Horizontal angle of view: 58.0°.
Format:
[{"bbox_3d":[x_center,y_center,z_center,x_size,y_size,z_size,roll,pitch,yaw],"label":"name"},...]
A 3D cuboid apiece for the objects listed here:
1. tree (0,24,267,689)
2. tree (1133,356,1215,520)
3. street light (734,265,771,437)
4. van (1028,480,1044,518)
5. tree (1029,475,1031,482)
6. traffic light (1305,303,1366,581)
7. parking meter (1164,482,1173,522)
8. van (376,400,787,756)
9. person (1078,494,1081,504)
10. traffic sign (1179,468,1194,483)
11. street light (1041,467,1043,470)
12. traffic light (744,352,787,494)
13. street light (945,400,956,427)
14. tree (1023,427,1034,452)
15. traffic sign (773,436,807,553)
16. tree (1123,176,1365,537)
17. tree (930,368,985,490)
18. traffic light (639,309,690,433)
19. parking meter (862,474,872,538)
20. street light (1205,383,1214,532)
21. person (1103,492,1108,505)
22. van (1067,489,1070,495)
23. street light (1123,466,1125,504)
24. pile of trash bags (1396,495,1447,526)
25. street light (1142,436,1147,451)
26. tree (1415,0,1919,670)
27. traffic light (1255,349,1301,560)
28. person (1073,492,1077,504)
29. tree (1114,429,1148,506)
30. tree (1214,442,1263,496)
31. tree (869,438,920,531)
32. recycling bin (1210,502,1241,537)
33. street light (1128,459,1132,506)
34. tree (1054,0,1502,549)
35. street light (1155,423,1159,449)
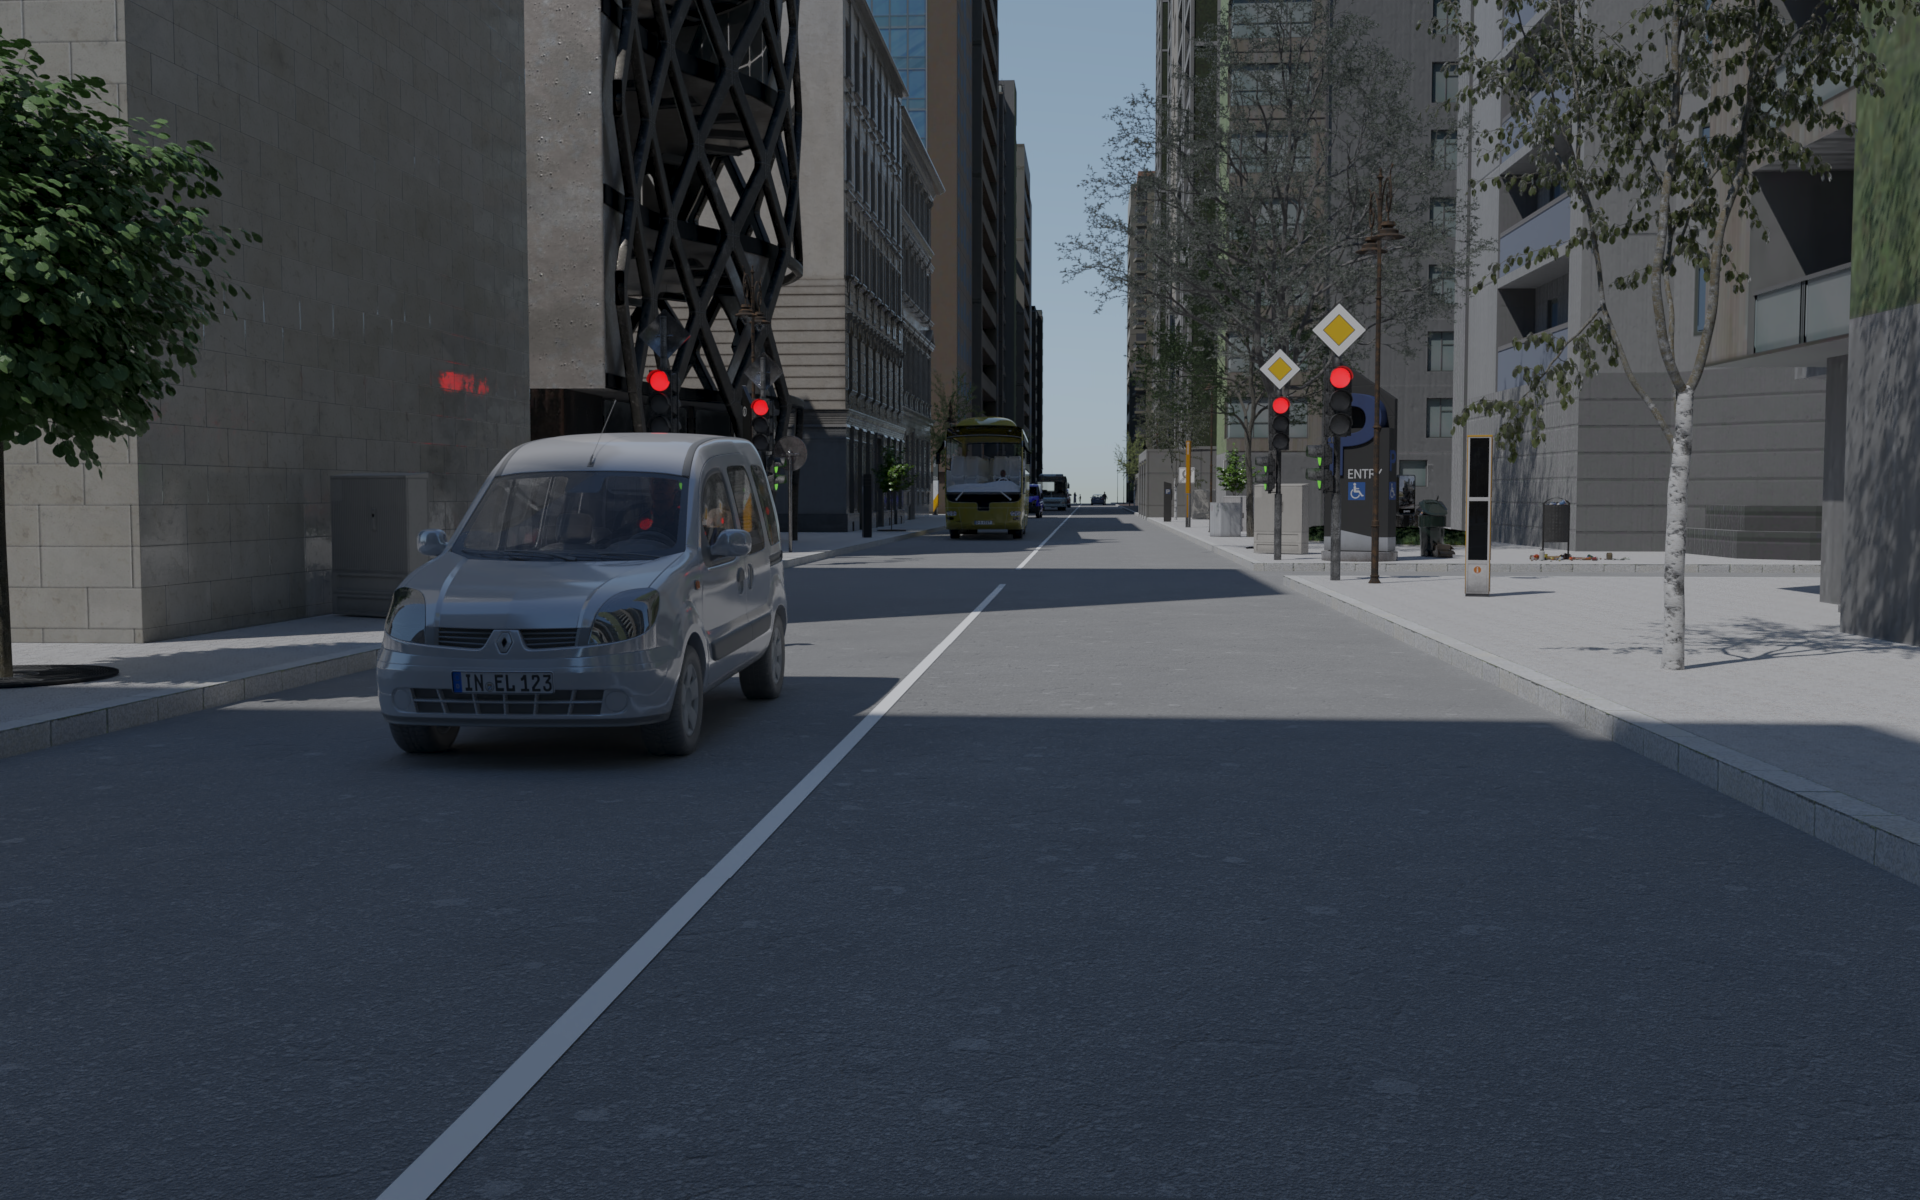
[{"bbox_3d":[-6.555,-1.725,11.918,4.285,4.588,4.351,0,3,0],"label":"tree"},{"bbox_3d":[10.684,-8.274,85.641,4.360,8.622,3.978,0,3,0],"label":"tree"},{"bbox_3d":[-4.188,-3.814,35.143,0.468,5.910,1.993,0,4,4],"label":"street light"},{"bbox_3d":[3.970,-6.113,104.335,2.240,2.365,5.245,0,4,5],"label":"van"},{"bbox_3d":[5.700,-11.891,178.135,4.285,4.588,4.351,0,3,0],"label":"tree"},{"bbox_3d":[5.557,-2.244,25.618,0.839,4.253,0.868,0,4,4],"label":"traffic light"},{"bbox_3d":[9.612,-4.543,79.994,0.399,1.863,0.255,0,4,8],"label":"parking meter"},{"bbox_3d":[-2.185,-0.234,10.838,2.013,2.044,4.112,0,4,4],"label":"van"},{"bbox_3d":[17.123,-14.401,247.214,0.557,1.426,1.065,-1,4,-17],"label":"person"},{"bbox_3d":[8.772,-3.970,67.035,0.606,2.300,0.079,1,4,8],"label":"traffic sign"},{"bbox_3d":[11.561,-16.590,244.039,0.468,5.910,1.993,0,4,4],"label":"street light"},{"bbox_3d":[-3.874,-2.777,34.321,0.839,4.253,0.868,0,4,4],"label":"traffic light"},{"bbox_3d":[-0.460,-6.889,85.424,0.468,5.910,1.993,0,4,4],"label":"street light"},{"bbox_3d":[5.956,-14.424,186.198,4.737,8.622,4.395,0,3,0],"label":"tree"},{"bbox_3d":[-3.721,-2.313,37.930,0.768,2.556,0.104,1,4,10],"label":"traffic sign"},{"bbox_3d":[8.356,-7.154,51.381,7.601,10.594,8.767,-1,4,-14],"label":"tree"},{"bbox_3d":[-0.649,-9.153,100.021,4.737,8.622,4.395,0,3,0],"label":"tree"},{"bbox_3d":[-4.477,-2.290,26.359,0.839,4.253,0.868,0,4,4],"label":"traffic light"},{"bbox_3d":[-2.746,-2.775,51.087,0.255,1.863,0.399,-1,4,-11],"label":"parking meter"},{"bbox_3d":[8.422,-5.211,57.993,0.468,5.910,1.993,0,4,4],"label":"street light"},{"bbox_3d":[18.790,-13.199,224.851,0.434,1.755,0.990,-3,5,-43],"label":"person"},{"bbox_3d":[12.231,-12.473,208.321,2.240,2.365,5.245,0,4,6],"label":"van"},{"bbox_3d":[20.517,-14.929,216.883,0.468,5.910,1.993,0,4,4],"label":"street light"},{"bbox_3d":[16.739,-3.169,61.561,1.912,1.369,3.447,-3,5,-40],"label":"pile of trash bags"},{"bbox_3d":[14.315,-9.880,134.324,0.468,5.910,1.993,0,4,4],"label":"street light"},{"bbox_3d":[5.278,-3.810,12.648,4.360,8.622,3.978,0,3,0],"label":"tree"},{"bbox_3d":[6.160,-2.731,33.580,0.839,4.253,0.868,0,4,4],"label":"traffic light"},{"bbox_3d":[17.358,-15.425,261.366,0.621,1.740,0.551,3,4,38],"label":"person"},{"bbox_3d":[19.274,-14.877,193.605,4.737,8.622,4.395,0,3,0],"label":"tree"},{"bbox_3d":[10.144,-4.263,64.298,1.663,3.219,1.824,0,3,0],"label":"tree"},{"bbox_3d":[-2.363,-3.979,59.651,1.663,3.219,1.824,0,3,0],"label":"tree"},{"bbox_3d":[7.971,-2.413,52.009,0.722,1.027,0.722,-1,4,-17],"label":"recycling bin"},{"bbox_3d":[18.070,-12.942,184.394,0.468,5.910,1.993,0,4,4],"label":"street light"},{"bbox_3d":[7.316,-7.924,39.921,12.009,13.543,11.850,0,3,0],"label":"tree"},{"bbox_3d":[12.295,-8.278,108.127,0.468,5.910,1.993,0,4,4],"label":"street light"}]
